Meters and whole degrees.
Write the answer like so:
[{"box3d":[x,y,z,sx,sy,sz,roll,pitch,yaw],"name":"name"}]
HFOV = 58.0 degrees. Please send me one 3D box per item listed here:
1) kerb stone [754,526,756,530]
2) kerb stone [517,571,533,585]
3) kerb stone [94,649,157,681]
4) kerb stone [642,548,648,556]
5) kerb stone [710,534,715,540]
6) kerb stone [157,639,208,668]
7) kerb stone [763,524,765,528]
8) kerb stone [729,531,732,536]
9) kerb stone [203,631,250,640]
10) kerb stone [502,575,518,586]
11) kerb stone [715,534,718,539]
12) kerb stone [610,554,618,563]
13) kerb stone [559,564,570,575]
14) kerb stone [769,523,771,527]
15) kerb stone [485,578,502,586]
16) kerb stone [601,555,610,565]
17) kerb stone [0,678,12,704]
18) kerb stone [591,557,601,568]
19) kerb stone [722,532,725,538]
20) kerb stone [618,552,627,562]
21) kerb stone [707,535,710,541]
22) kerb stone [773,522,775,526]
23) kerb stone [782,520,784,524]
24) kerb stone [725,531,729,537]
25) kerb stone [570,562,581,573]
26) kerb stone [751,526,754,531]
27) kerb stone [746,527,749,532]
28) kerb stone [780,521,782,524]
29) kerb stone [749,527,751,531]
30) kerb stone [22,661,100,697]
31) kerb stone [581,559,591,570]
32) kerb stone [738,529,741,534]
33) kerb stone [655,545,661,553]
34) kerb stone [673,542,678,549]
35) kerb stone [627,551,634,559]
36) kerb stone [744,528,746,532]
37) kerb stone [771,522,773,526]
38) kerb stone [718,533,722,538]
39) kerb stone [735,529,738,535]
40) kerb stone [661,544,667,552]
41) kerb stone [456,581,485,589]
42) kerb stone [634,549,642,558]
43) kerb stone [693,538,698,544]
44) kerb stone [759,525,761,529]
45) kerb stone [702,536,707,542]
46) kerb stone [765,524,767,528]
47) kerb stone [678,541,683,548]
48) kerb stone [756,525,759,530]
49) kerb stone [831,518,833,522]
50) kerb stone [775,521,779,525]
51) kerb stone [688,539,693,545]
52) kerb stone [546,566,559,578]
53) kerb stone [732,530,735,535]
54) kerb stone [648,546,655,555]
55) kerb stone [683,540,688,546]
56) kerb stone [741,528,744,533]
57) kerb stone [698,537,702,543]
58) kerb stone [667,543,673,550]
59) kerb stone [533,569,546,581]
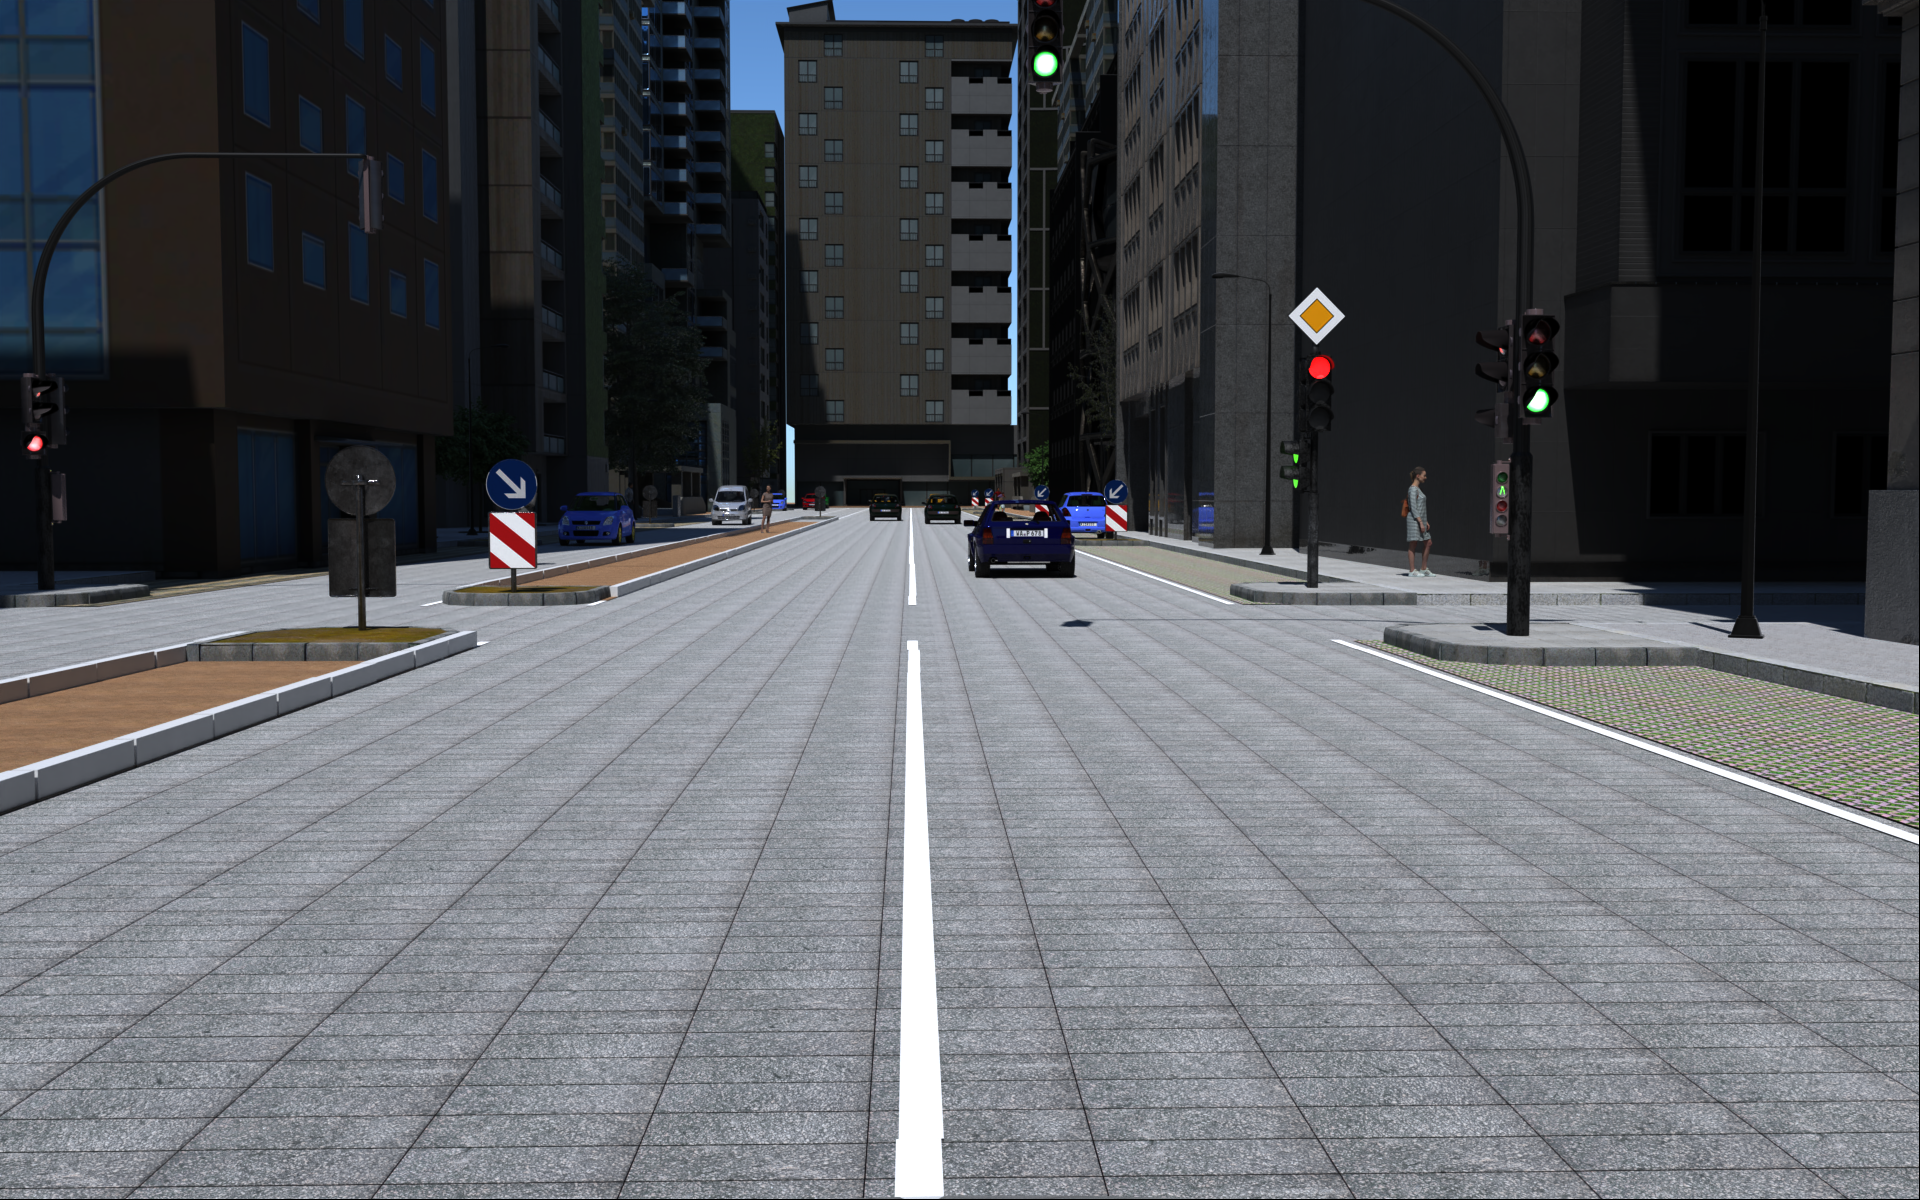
[{"box3d":[-8.140,-2.767,67.530,0.120,0.150,1.000,0,4,-2],"name":"kerb stone"},{"box3d":[-7.003,-0.326,27.521,0.120,0.150,1.000,0,4,-2],"name":"kerb stone"},{"box3d":[-6.619,0.524,13.634,0.120,0.150,1.000,0,4,-2],"name":"kerb stone"},{"box3d":[-7.361,-1.079,39.837,0.120,0.150,1.000,0,4,-2],"name":"kerb stone"},{"box3d":[-7.731,-1.889,53.172,0.120,0.150,1.000,0,4,-2],"name":"kerb stone"},{"box3d":[-6.638,0.469,14.656,0.120,0.150,1.000,0,4,-2],"name":"kerb stone"},{"box3d":[-8.263,-3.024,71.636,0.120,0.150,1.000,0,4,-2],"name":"kerb stone"},{"box3d":[-7.886,-2.208,58.297,0.120,0.150,1.000,0,4,-2],"name":"kerb stone"},{"box3d":[-6.671,0.398,15.685,0.120,0.150,1.000,0,4,-2],"name":"kerb stone"},{"box3d":[-6.977,-0.259,26.493,0.120,0.150,1.000,0,4,-2],"name":"kerb stone"},{"box3d":[-7.769,-1.957,54.193,0.120,0.150,1.000,0,4,-2],"name":"kerb stone"},{"box3d":[-7.249,-0.827,35.721,0.120,0.150,1.000,0,4,-2],"name":"kerb stone"},{"box3d":[-7.099,-0.515,30.609,0.120,0.150,1.000,0,4,-2],"name":"kerb stone"},{"box3d":[-8.347,-3.207,74.716,0.120,0.150,1.000,0,4,-2],"name":"kerb stone"},{"box3d":[-6.951,-0.198,25.464,0.120,0.150,1.000,0,4,-2],"name":"kerb stone"},{"box3d":[-7.212,-0.765,34.697,0.120,0.150,1.000,0,4,-2],"name":"kerb stone"},{"box3d":[-6.556,0.651,11.591,0.120,0.150,1.000,0,4,-2],"name":"kerb stone"},{"box3d":[-7.177,-0.702,33.676,0.120,0.150,1.000,0,4,-2],"name":"kerb stone"},{"box3d":[-7.824,-2.083,56.245,0.120,0.150,1.000,0,4,-2],"name":"kerb stone"},{"box3d":[-7.263,-0.889,36.754,0.120,0.150,1.000,0,4,-2],"name":"kerb stone"},{"box3d":[-7.711,-1.829,52.143,0.120,0.150,1.000,0,4,-2],"name":"kerb stone"},{"box3d":[-8.411,-3.338,76.768,0.120,0.150,1.000,0,4,-2],"name":"kerb stone"},{"box3d":[-8.557,-3.651,81.885,0.120,0.150,1.000,0,4,-2],"name":"kerb stone"},{"box3d":[-7.847,-2.146,57.275,0.120,0.150,1.000,0,4,-2],"name":"kerb stone"},{"box3d":[-7.119,-0.575,31.632,0.120,0.150,1.000,0,4,-2],"name":"kerb stone"},{"box3d":[-8.116,-2.710,66.504,0.120,0.150,1.000,0,4,-2],"name":"kerb stone"},{"box3d":[-8.064,-2.585,64.460,0.120,0.150,1.000,0,4,-2],"name":"kerb stone"},{"box3d":[-8.528,-3.585,80.863,0.120,0.150,1.000,0,4,-2],"name":"kerb stone"},{"box3d":[-8.093,-2.647,65.482,0.120,0.150,1.000,0,4,-2],"name":"kerb stone"},{"box3d":[-6.582,0.587,12.613,0.120,0.150,1.000,0,4,-2],"name":"kerb stone"},{"box3d":[-7.158,-0.632,32.653,0.120,0.150,1.000,0,4,-2],"name":"kerb stone"},{"box3d":[-7.970,-2.396,61.370,0.120,0.150,1.000,0,4,-2],"name":"kerb stone"},{"box3d":[-7.417,-1.205,41.892,0.120,0.150,1.000,0,4,-2],"name":"kerb stone"},{"box3d":[-7.508,-1.393,44.969,0.120,0.150,1.000,0,4,-2],"name":"kerb stone"},{"box3d":[-7.303,-0.953,37.781,0.120,0.150,1.000,0,4,-2],"name":"kerb stone"},{"box3d":[-8.032,-2.522,63.425,0.120,0.150,1.000,0,4,-2],"name":"kerb stone"},{"box3d":[-8.381,-3.269,75.746,0.120,0.150,1.000,0,4,-2],"name":"kerb stone"},{"box3d":[-7.799,-2.020,55.215,0.120,0.150,1.000,0,4,-2],"name":"kerb stone"},{"box3d":[-7.943,-2.333,60.345,0.120,0.150,1.000,0,4,-2],"name":"kerb stone"},{"box3d":[-7.447,-1.267,42.914,0.120,0.150,1.000,0,4,-2],"name":"kerb stone"},{"box3d":[-6.918,-0.133,24.441,0.120,0.150,1.000,0,4,-2],"name":"kerb stone"},{"box3d":[-7.325,-1.012,38.804,0.120,0.150,1.000,0,4,-2],"name":"kerb stone"},{"box3d":[-7.629,-1.643,49.069,0.120,0.150,1.000,0,4,-2],"name":"kerb stone"},{"box3d":[-8.205,-2.898,69.585,0.120,0.150,1.000,0,4,-2],"name":"kerb stone"},{"box3d":[-7.674,-1.765,51.118,0.120,0.150,1.000,0,4,-2],"name":"kerb stone"},{"box3d":[-8.293,-3.087,72.669,0.120,0.150,1.000,0,4,-2],"name":"kerb stone"},{"box3d":[-7.537,-1.456,45.993,0.120,0.150,1.000,0,4,-2],"name":"kerb stone"},{"box3d":[-8.177,-2.836,68.560,0.120,0.150,1.000,0,4,-2],"name":"kerb stone"},{"box3d":[-6.599,-3.964,87.002,0.120,0.150,1.000,0,4,-2],"name":"kerb stone"},{"box3d":[-8.466,-3.463,78.819,0.120,0.150,1.000,0,4,-2],"name":"kerb stone"},{"box3d":[-7.601,-1.581,48.044,0.120,0.150,1.000,0,4,-2],"name":"kerb stone"},{"box3d":[-7.059,-0.452,29.582,0.120,0.150,1.000,0,4,-2],"name":"kerb stone"},{"box3d":[-7.913,-2.271,59.323,0.120,0.150,1.000,0,4,-2],"name":"kerb stone"},{"box3d":[-7.386,-1.142,40.861,0.120,0.150,1.000,0,4,-2],"name":"kerb stone"},{"box3d":[-7.568,-1.514,47.022,0.120,0.150,1.000,0,4,-2],"name":"kerb stone"},{"box3d":[-7.998,-2.459,62.400,0.120,0.150,1.000,0,4,-2],"name":"kerb stone"},{"box3d":[-7.647,-1.706,50.091,0.120,0.150,1.000,0,4,-2],"name":"kerb stone"},{"box3d":[-7.473,-1.330,43.948,0.120,0.150,1.000,0,4,-2],"name":"kerb stone"},{"box3d":[-7.039,-0.387,28.552,0.120,0.150,1.000,0,4,-2],"name":"kerb stone"}]
